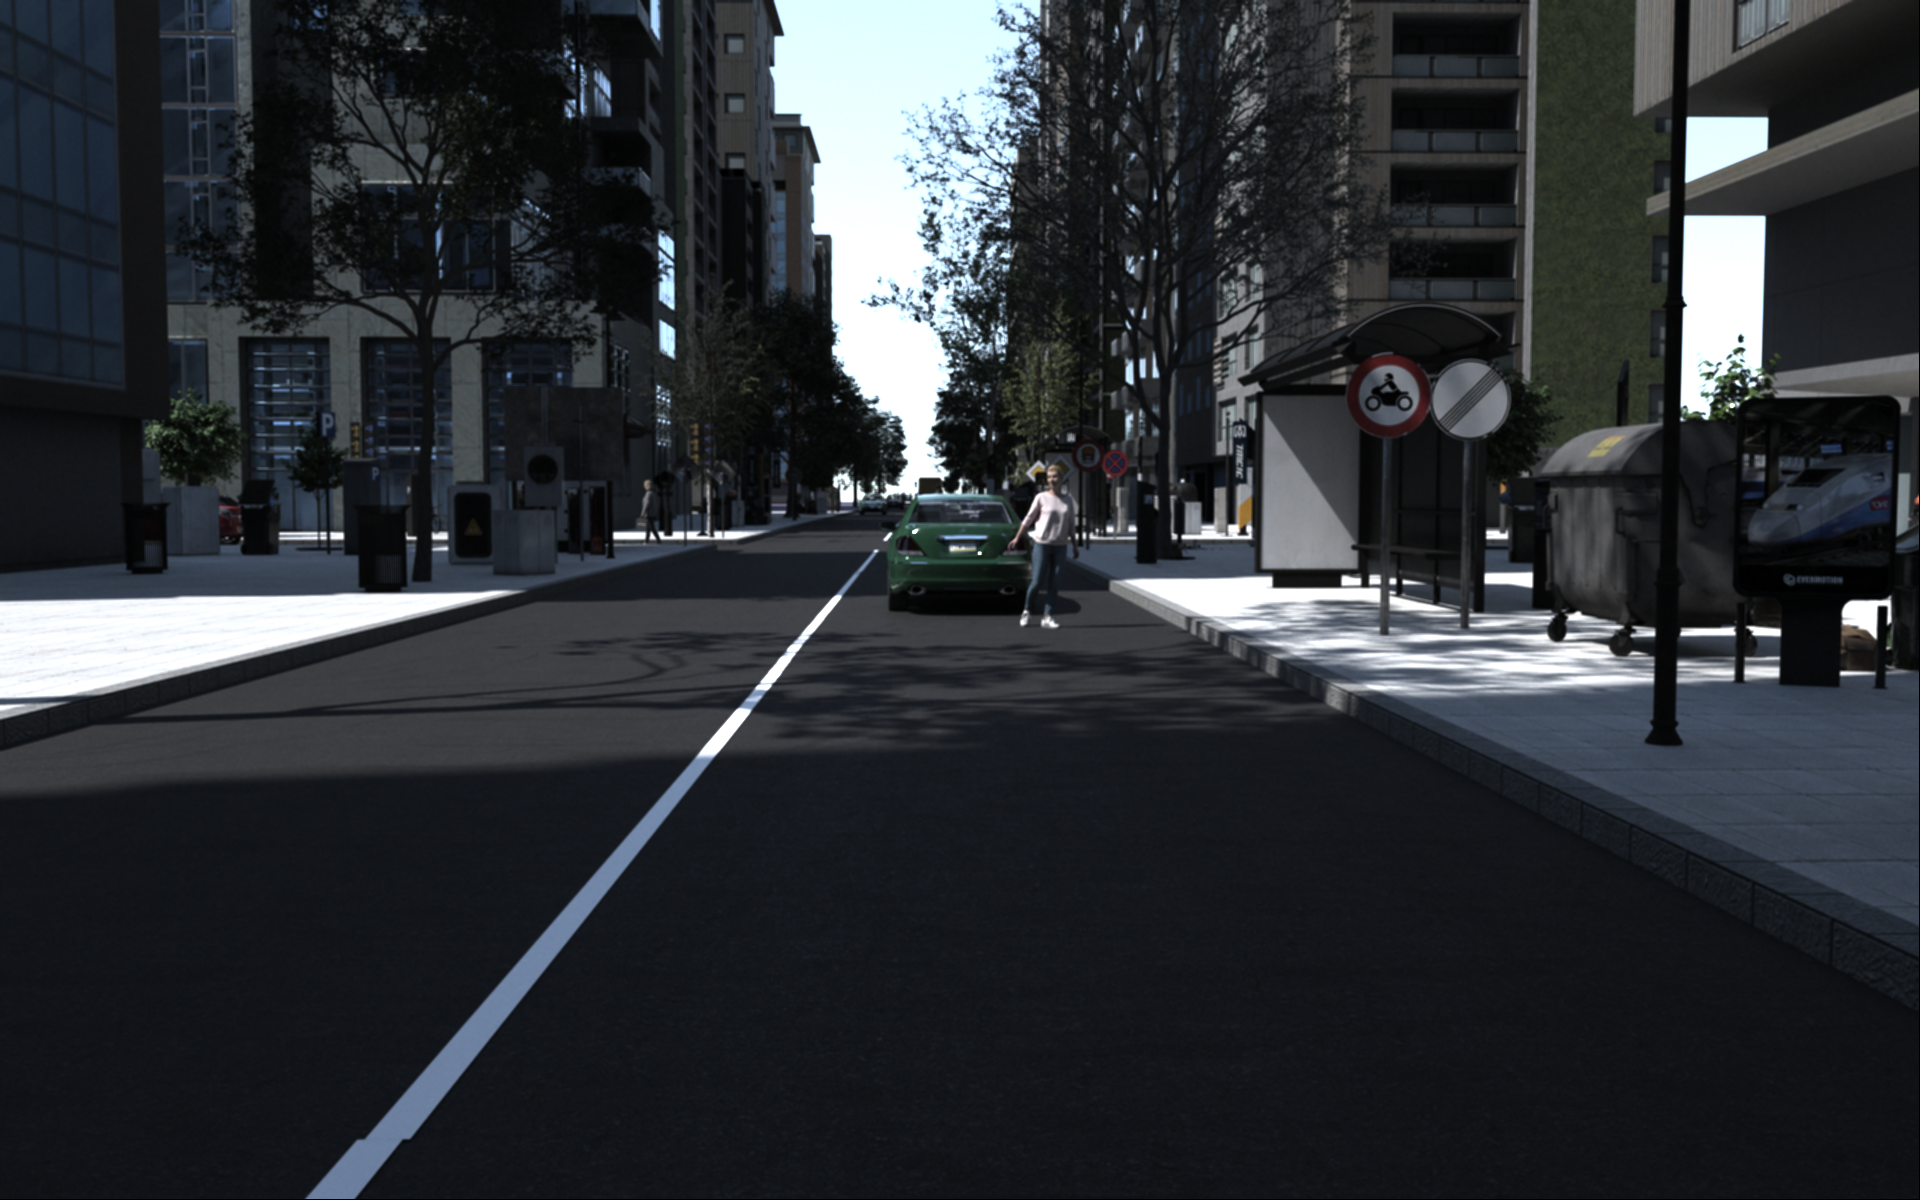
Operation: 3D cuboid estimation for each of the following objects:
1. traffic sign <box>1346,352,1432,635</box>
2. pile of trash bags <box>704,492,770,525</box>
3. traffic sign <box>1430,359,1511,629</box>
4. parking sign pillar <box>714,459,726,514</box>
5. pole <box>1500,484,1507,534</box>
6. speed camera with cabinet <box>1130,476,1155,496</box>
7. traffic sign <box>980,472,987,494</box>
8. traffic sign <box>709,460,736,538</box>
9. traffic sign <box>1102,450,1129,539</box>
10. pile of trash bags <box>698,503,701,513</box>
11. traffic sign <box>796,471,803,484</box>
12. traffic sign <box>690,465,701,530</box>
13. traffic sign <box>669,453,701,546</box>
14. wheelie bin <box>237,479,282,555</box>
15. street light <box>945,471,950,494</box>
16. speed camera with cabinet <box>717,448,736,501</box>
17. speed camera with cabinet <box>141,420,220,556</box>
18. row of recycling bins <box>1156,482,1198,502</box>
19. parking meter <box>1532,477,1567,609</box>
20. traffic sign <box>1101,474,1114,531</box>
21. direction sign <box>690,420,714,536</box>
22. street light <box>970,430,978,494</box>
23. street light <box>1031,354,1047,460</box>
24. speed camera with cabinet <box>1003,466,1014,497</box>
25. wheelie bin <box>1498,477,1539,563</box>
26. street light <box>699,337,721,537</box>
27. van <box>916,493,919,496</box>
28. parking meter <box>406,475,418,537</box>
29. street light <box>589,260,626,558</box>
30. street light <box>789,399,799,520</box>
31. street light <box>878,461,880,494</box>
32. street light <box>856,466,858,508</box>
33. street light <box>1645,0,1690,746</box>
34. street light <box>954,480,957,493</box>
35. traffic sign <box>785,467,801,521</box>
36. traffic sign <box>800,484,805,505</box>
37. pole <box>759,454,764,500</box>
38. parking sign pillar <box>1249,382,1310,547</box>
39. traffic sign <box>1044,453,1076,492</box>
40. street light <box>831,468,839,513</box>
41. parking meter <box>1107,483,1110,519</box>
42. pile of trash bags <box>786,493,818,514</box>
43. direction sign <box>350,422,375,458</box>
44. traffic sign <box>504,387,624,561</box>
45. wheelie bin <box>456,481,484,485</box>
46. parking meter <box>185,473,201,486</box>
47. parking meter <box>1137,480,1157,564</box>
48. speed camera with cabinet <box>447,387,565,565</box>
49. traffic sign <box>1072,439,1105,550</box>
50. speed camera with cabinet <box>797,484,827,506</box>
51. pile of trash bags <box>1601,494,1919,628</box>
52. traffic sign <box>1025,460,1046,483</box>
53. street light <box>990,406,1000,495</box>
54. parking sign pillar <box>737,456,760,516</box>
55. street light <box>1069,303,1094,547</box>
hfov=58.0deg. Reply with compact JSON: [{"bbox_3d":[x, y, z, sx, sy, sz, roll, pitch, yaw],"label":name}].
[{"bbox_3d":[3.868,-0.954,15.705,0.768,2.556,0.104,0,4,4],"label":"traffic sign"},{"bbox_3d":[-9.006,-3.754,71.134,1.912,1.369,3.447,0,4,7],"label":"pile of trash bags"},{"bbox_3d":[4.814,-0.999,16.442,0.768,2.556,0.104,0,4,0],"label":"traffic sign"},{"bbox_3d":[-14.924,-7.335,108.395,1.447,3.967,1.447,1,4,9],"label":"parking sign pillar"},{"bbox_3d":[17.545,-3.794,55.883,0.158,3.312,0.155,0,3,0],"label":"pole"},{"bbox_3d":[9.763,-5.867,90.267,2.038,3.252,0.660,-3,4,-37],"label":"speed camera with cabinet"},{"bbox_3d":[1.522,-6.028,98.662,0.768,2.556,0.104,0,4,4],"label":"traffic sign"},{"bbox_3d":[-6.898,-2.861,50.412,0.795,2.450,0.064,0,4,-1],"label":"traffic sign"},{"bbox_3d":[4.462,-3.042,49.847,0.768,2.556,0.104,0,4,5],"label":"traffic sign"},{"bbox_3d":[-15.709,-6.388,114.199,3.447,1.369,1.912,3,5,45],"label":"pile of trash bags"},{"bbox_3d":[-8.267,-5.313,86.967,0.768,2.556,0.104,0,4,1],"label":"traffic sign"},{"bbox_3d":[-9.604,-3.773,61.801,0.768,2.556,0.104,0,4,4],"label":"traffic sign"},{"bbox_3d":[-6.731,-2.372,42.429,0.795,2.450,0.064,0,4,-1],"label":"traffic sign"},{"bbox_3d":[-14.870,-1.766,36.774,0.980,1.594,0.693,0,4,6],"label":"wheelie bin"},{"bbox_3d":[-2.241,-19.057,284.373,0.468,5.910,1.993,0,4,-1],"label":"street light"},{"bbox_3d":[-10.176,-4.964,75.500,0.660,3.252,2.038,0,4,-1],"label":"speed camera with cabinet"},{"bbox_3d":[-16.404,-2.540,35.861,0.660,3.252,2.038,2,4,29],"label":"speed camera with cabinet"},{"bbox_3d":[7.819,-3.372,62.240,1.069,1.692,3.534,0,4,-5],"label":"row of recycling bins"},{"bbox_3d":[6.631,-0.674,19.429,0.372,1.533,0.369,0,3,0],"label":"parking meter"},{"bbox_3d":[4.936,-3.695,60.420,0.884,2.594,0.081,0,4,3],"label":"traffic sign"},{"bbox_3d":[-7.884,-3.729,52.967,0.876,3.537,0.379,2,4,26],"label":"direction sign"},{"bbox_3d":[1.121,-9.330,125.333,0.468,5.910,1.993,0,4,-1],"label":"street light"},{"bbox_3d":[2.601,-5.166,57.259,0.468,5.910,1.993,0,4,-1],"label":"street light"},{"bbox_3d":[2.921,-7.723,120.600,0.660,3.252,2.038,3,5,44],"label":"speed camera with cabinet"},{"bbox_3d":[10.590,-1.503,32.480,0.980,1.594,0.693,0,4,7],"label":"wheelie bin"},{"bbox_3d":[-7.351,-4.794,51.163,0.468,5.910,1.993,0,4,-1],"label":"street light"},{"bbox_3d":[-4.389,-12.950,216.115,2.240,2.365,5.245,0,4,-1],"label":"van"},{"bbox_3d":[-16.457,-2.836,52.085,0.255,1.863,0.399,-3,5,-45],"label":"parking meter"},{"bbox_3d":[-6.983,-3.771,34.449,0.468,5.910,1.993,0,4,-1],"label":"street light"},{"bbox_3d":[-8.059,-6.837,84.569,0.468,5.910,1.993,0,4,-1],"label":"street light"},{"bbox_3d":[-11.353,-16.588,244.005,0.468,5.910,1.993,0,4,-1],"label":"street light"},{"bbox_3d":[-9.605,-11.513,161.026,0.468,5.910,1.993,0,4,-1],"label":"street light"},{"bbox_3d":[3.621,-2.198,8.731,0.468,5.910,1.993,0,4,-1],"label":"street light"},{"bbox_3d":[-0.707,-14.893,216.280,0.468,5.910,1.993,0,4,-1],"label":"street light"},{"bbox_3d":[-7.932,-5.028,82.309,0.768,2.556,0.104,0,4,5],"label":"traffic sign"},{"bbox_3d":[-10.384,-7.070,115.695,0.768,2.556,0.104,0,4,7],"label":"traffic sign"},{"bbox_3d":[-10.015,-5.724,87.435,0.158,3.312,0.155,0,3,0],"label":"pole"},{"bbox_3d":[7.778,-3.277,42.045,1.447,3.967,1.447,0,3,0],"label":"parking sign pillar"},{"bbox_3d":[2.461,-2.383,42.599,0.795,2.450,0.064,0,4,-1],"label":"traffic sign"},{"bbox_3d":[-8.759,-8.932,118.821,0.468,5.910,1.993,0,4,-1],"label":"street light"},{"bbox_3d":[7.582,-5.149,89.895,0.399,1.863,0.255,-2,4,-35],"label":"parking meter"},{"bbox_3d":[-10.463,-6.362,113.778,1.912,1.369,3.447,-1,4,-13],"label":"pile of trash bags"},{"bbox_3d":[-18.794,-3.825,54.537,0.876,3.537,0.379,1,4,19],"label":"direction sign"},{"bbox_3d":[-7.552,-2.396,33.045,2.265,3.308,0.079,0,3,0],"label":"traffic sign"},{"bbox_3d":[-11.924,-2.089,42.060,0.980,1.594,0.693,-1,4,-15],"label":"wheelie bin"},{"bbox_3d":[-21.833,-2.670,49.359,0.255,1.863,0.399,3,5,44],"label":"parking meter"},{"bbox_3d":[3.455,-1.443,32.009,0.372,1.533,0.369,0,3,0],"label":"parking meter"},{"bbox_3d":[-8.319,-2.288,31.750,2.038,3.252,0.660,0,4,-7],"label":"speed camera with cabinet"},{"bbox_3d":[2.950,-2.435,39.911,0.768,2.556,0.104,0,4,1],"label":"traffic sign"},{"bbox_3d":[-10.049,-7.546,117.719,2.038,3.252,0.660,-2,4,-33],"label":"speed camera with cabinet"},{"bbox_3d":[8.157,-0.449,17.087,3.447,1.369,1.912,1,4,15],"label":"pile of trash bags"},{"bbox_3d":[2.295,-2.871,50.583,0.795,2.450,0.064,0,4,-1],"label":"traffic sign"},{"bbox_3d":[1.856,-7.245,91.242,0.468,5.910,1.993,0,4,-1],"label":"street light"},{"bbox_3d":[-12.337,-6.898,101.261,1.447,3.967,1.447,-2,4,-32],"label":"parking sign pillar"},{"bbox_3d":[2.942,-4.242,42.138,0.468,5.910,1.993,0,4,-1],"label":"street light"}]
